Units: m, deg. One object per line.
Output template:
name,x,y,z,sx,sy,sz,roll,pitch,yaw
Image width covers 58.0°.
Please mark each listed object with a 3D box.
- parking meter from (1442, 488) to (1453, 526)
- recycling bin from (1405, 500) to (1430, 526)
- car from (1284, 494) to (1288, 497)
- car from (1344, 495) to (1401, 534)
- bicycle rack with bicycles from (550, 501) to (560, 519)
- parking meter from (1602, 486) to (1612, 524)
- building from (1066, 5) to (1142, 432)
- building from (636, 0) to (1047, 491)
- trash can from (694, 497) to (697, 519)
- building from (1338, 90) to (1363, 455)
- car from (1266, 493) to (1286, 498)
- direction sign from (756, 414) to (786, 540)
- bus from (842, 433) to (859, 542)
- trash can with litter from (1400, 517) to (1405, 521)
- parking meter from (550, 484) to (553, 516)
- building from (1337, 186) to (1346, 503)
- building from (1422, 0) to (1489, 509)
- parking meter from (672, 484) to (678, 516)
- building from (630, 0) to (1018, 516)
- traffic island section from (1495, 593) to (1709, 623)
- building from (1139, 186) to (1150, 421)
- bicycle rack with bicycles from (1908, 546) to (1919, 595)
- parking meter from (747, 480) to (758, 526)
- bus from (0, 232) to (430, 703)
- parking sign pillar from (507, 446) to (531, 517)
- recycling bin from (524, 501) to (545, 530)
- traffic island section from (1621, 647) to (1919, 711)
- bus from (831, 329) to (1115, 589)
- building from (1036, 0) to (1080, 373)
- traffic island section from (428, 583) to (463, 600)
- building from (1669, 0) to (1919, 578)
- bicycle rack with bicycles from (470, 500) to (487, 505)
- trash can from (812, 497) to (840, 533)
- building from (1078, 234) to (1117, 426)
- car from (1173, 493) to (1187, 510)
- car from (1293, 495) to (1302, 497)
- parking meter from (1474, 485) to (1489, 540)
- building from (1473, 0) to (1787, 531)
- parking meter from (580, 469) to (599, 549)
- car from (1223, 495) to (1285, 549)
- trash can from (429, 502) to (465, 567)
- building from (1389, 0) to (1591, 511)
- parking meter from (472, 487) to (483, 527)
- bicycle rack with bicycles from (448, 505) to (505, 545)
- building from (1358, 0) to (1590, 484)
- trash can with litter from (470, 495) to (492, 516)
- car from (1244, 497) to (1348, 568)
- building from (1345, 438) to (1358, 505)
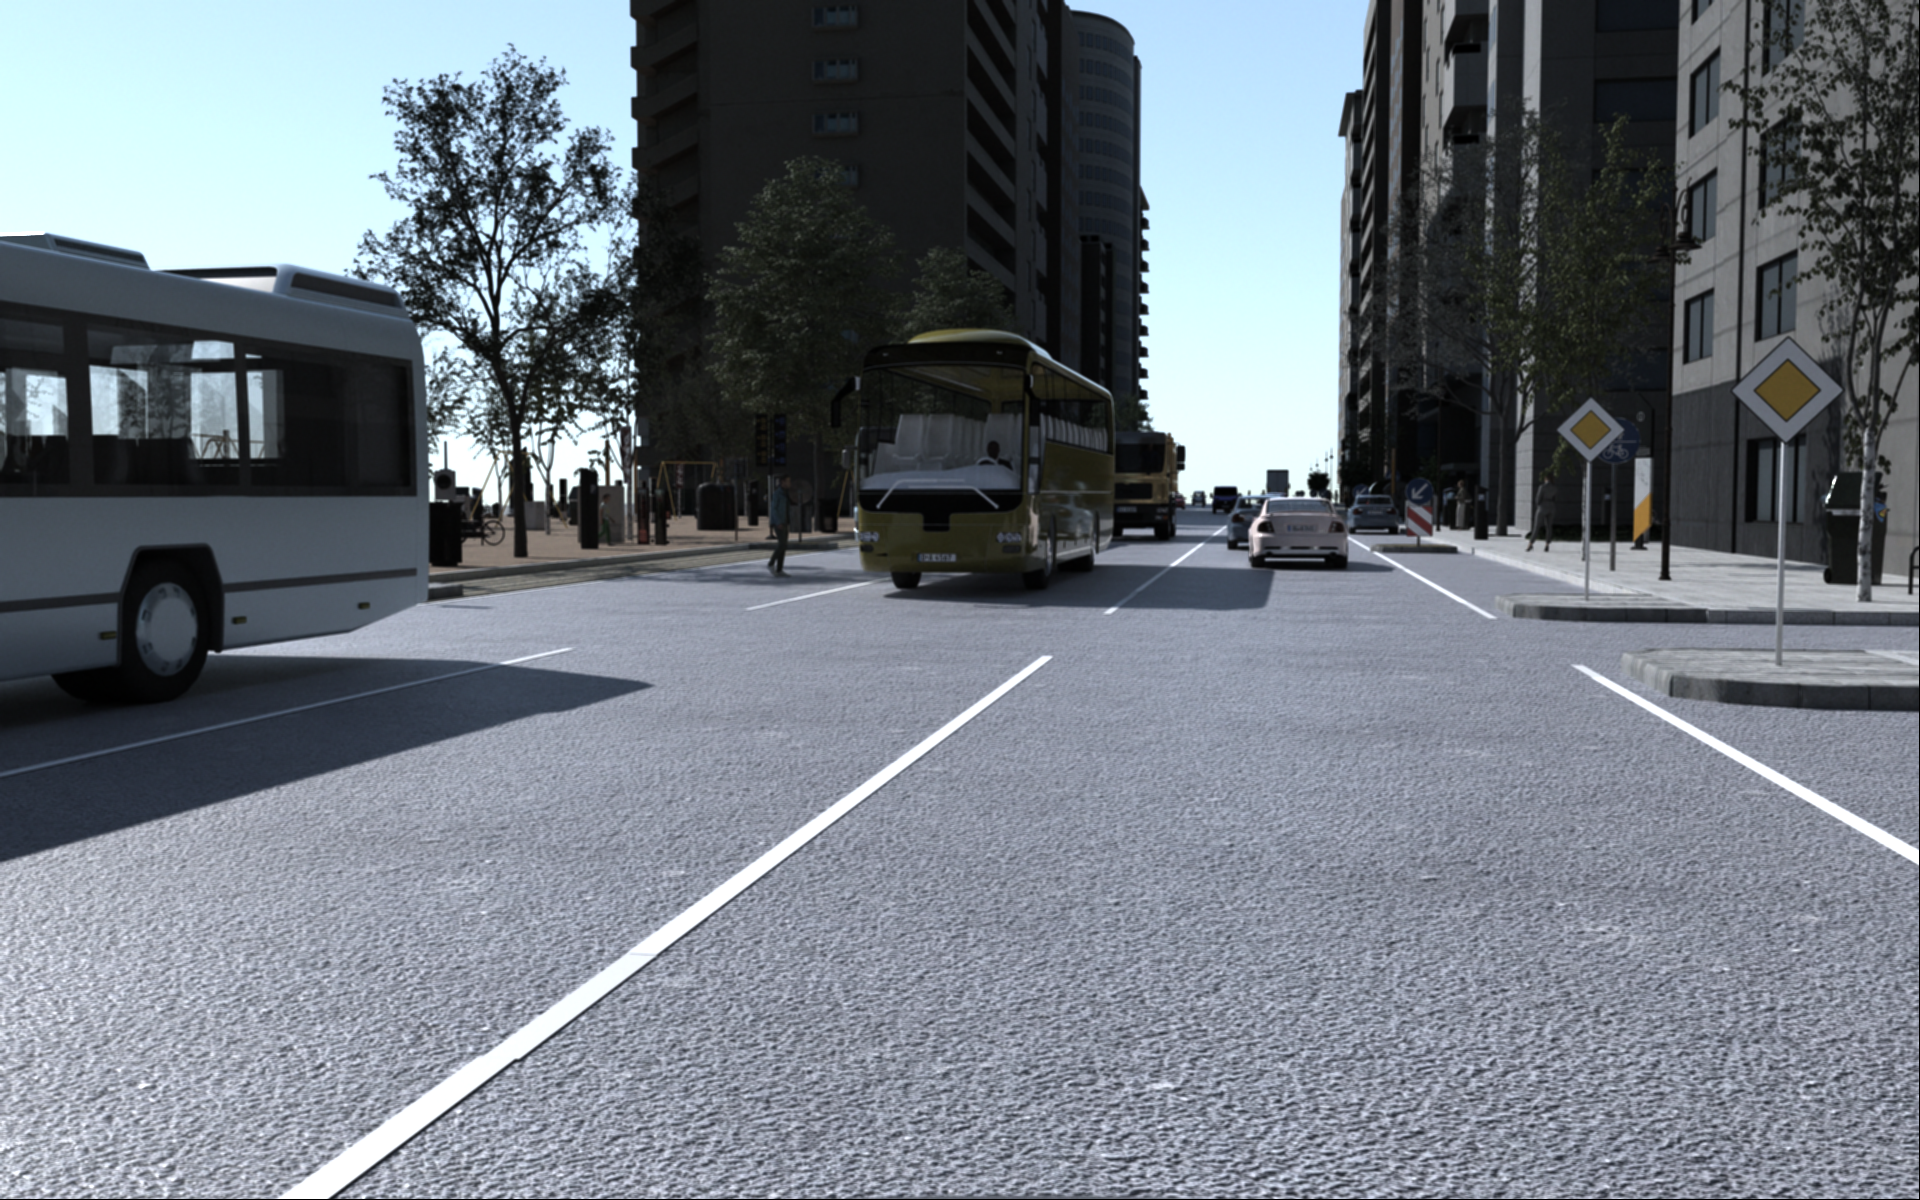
parking meter,19.639,-3.753,69.776,0.372,1.533,0.369,0,3,0
recycling bin,18.387,-3.486,69.550,0.722,1.027,0.722,-3,5,-41
car,30.247,-9.473,163.919,2.155,1.783,4.494,1,4,8
car,15.045,-3.127,63.131,2.014,1.417,4.499,1,4,12
bicycle rack with bicycles,-20.670,-4.747,91.003,2.852,0.926,2.925,1,4,14
parking meter,19.849,-2.729,53.029,0.372,1.533,0.369,0,3,0
building,10.521,-41.024,212.748,21.231,58.520,28.212,1,4,10
building,-7.881,-33.413,135.540,28.713,52.752,27.495,1,4,10
trash can,-13.151,-4.660,87.843,0.748,1.137,0.748,0,3,0
building,62.968,-38.595,220.262,28.713,52.752,27.495,1,4,10
car,19.654,-6.020,108.020,1.945,1.707,3.694,1,4,11
direction sign,-5.333,-3.481,48.906,0.876,3.537,0.379,1,4,9
bus,-0.099,-3.069,45.043,2.948,3.499,13.247,1,4,11
trash can with litter,21.354,-4.316,81.958,1.055,1.170,0.624,2,4,30
parking meter,-24.148,-5.892,102.038,0.255,1.863,0.399,1,4,14
building,60.306,-36.208,242.102,14.600,45.320,14.200,1,4,10
building,44.860,-32.011,112.619,28.713,52.752,27.495,1,4,10
parking meter,-16.620,-5.833,101.087,0.255,1.863,0.399,0,4,3
building,-8.382,-29.757,110.227,21.300,48.544,21.600,1,4,10
traffic island section,7.570,0.090,20.802,2.009,0.180,2.903,1,4,10
building,14.730,-35.886,241.354,22.147,44.769,28.867,1,4,10
bicycle rack with bicycles,13.491,-0.500,21.559,2.925,0.926,2.852,-1,4,-21
parking meter,-8.381,-3.934,70.032,0.399,1.863,0.255,-2,4,-31
bus,-7.296,-0.865,9.007,2.948,3.499,13.247,1,4,12
parking sign pillar,-25.002,-6.725,98.430,1.447,3.967,1.447,2,4,32
recycling bin,-15.228,-2.997,61.562,0.722,1.027,0.722,1,4,14
traffic island section,6.163,0.571,12.941,2.009,0.180,2.903,1,4,10
bus,0.776,-2.319,29.464,2.896,3.916,12.252,1,4,11
building,3.017,-30.906,155.424,14.600,45.320,14.200,1,4,10
traffic island section,-8.121,-0.081,23.607,2.009,0.180,2.903,1,4,10
building,26.078,-36.182,29.821,20.611,71.187,20.563,1,4,10
bicycle rack with bicycles,-28.203,-5.286,99.802,2.852,0.926,2.925,2,4,33
trash can,-4.354,-2.792,57.297,0.748,1.137,0.748,0,3,0
building,9.687,-25.725,192.297,14.160,30.474,14.107,1,4,10
car,20.155,-9.365,162.150,2.155,1.783,4.494,1,4,10
car,45.524,-13.517,233.576,1.945,1.354,3.894,1,4,12
parking meter,14.667,-2.464,48.700,0.372,1.533,0.369,0,3,0
building,32.417,-32.272,69.648,21.231,58.520,28.212,1,4,10
parking meter,-8.686,-2.134,40.610,0.255,1.863,0.399,2,4,29
car,7.999,-2.079,45.987,2.014,1.417,4.499,1,4,10
trash can,-9.188,-1.174,30.845,0.748,1.137,0.748,0,3,0
building,40.840,-29.639,134.702,14.600,45.320,14.200,1,4,10
parking meter,-18.588,-3.566,66.722,0.372,1.533,0.369,0,3,0
bicycle rack with bicycles,-13.142,-1.802,42.842,2.925,0.926,2.852,1,4,17
building,46.770,-32.353,152.678,21.300,48.544,21.600,1,4,10
trash can with litter,-28.584,-5.602,102.648,2.233,1.210,1.678,0,4,1
car,6.790,-1.383,34.977,2.083,1.381,4.827,1,4,9
building,55.132,-53.719,190.974,22.319,86.520,31.000,1,4,10
